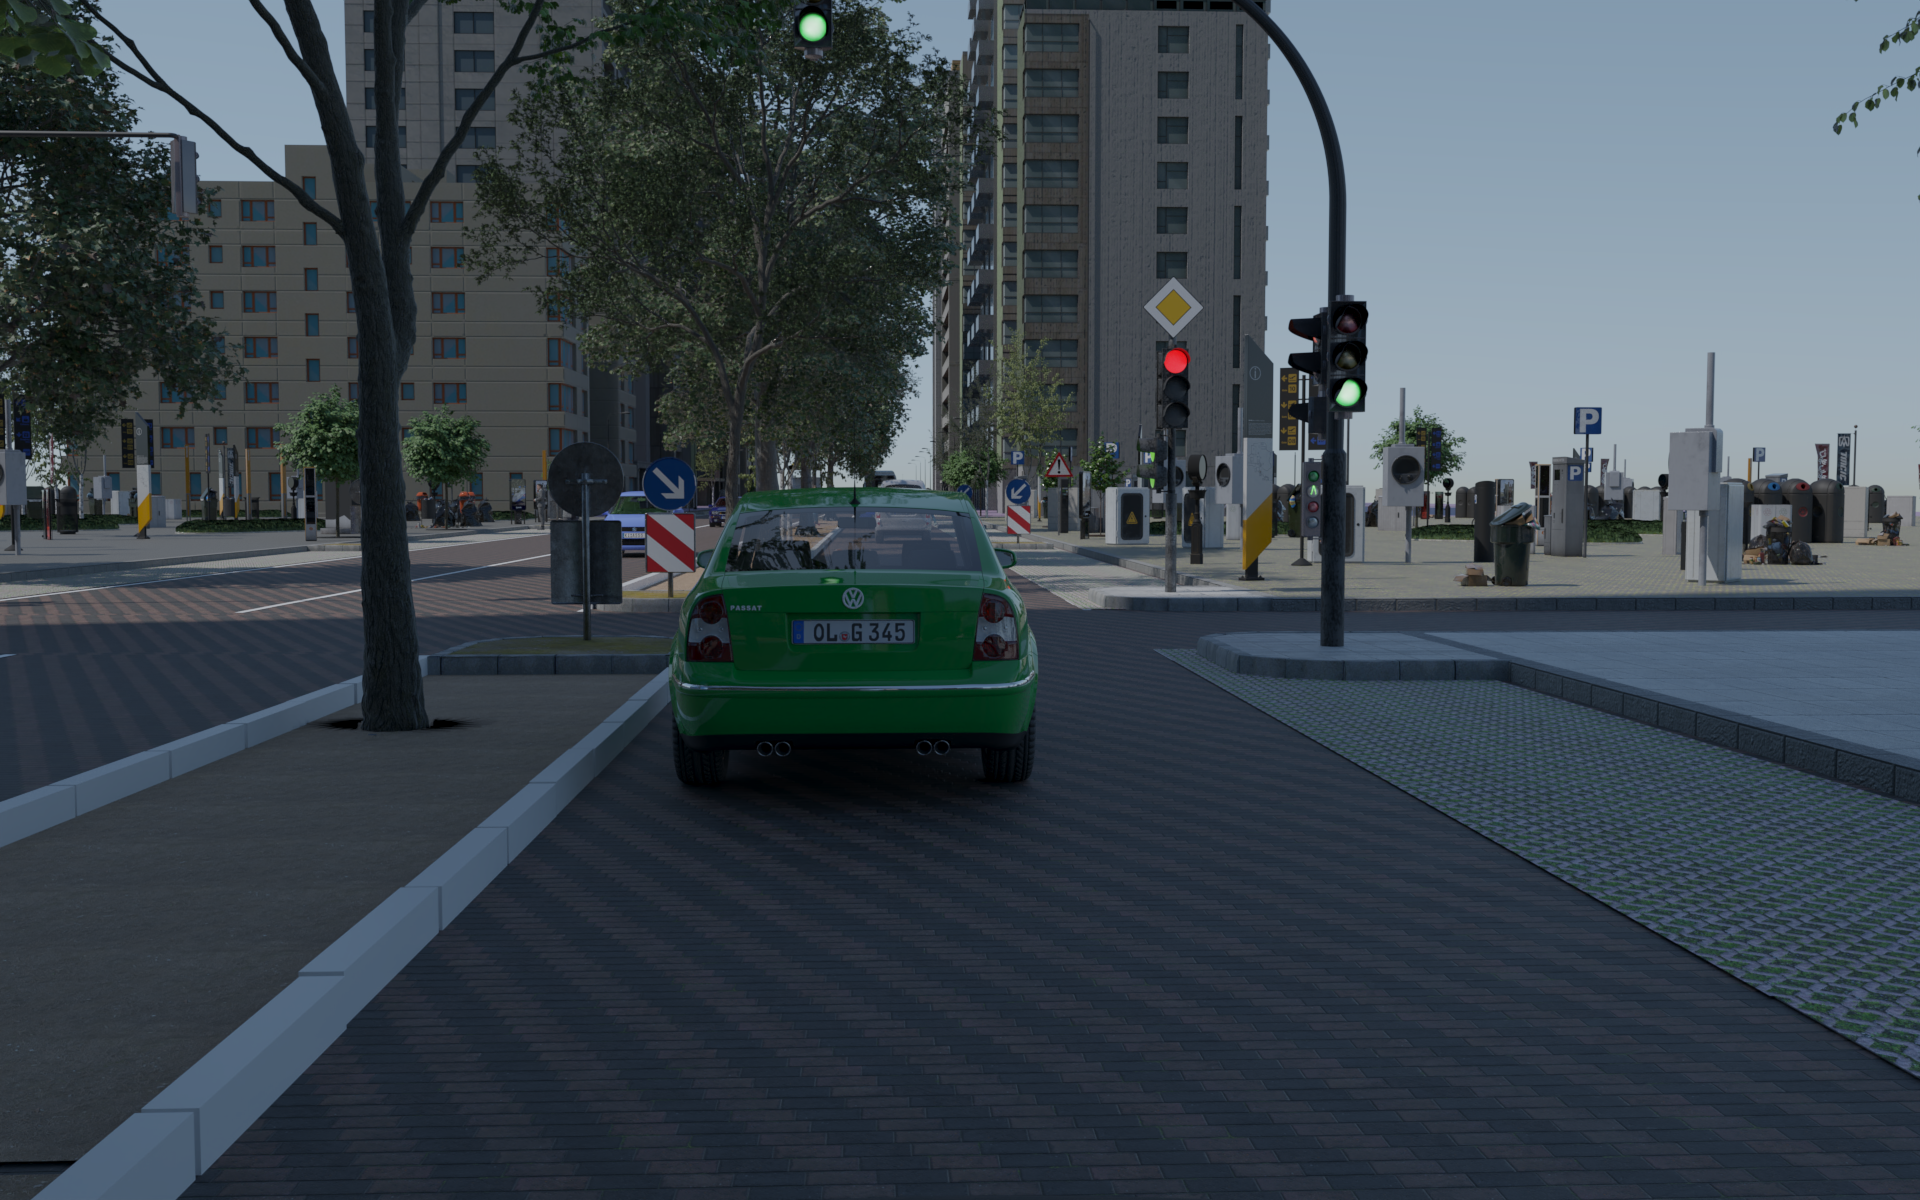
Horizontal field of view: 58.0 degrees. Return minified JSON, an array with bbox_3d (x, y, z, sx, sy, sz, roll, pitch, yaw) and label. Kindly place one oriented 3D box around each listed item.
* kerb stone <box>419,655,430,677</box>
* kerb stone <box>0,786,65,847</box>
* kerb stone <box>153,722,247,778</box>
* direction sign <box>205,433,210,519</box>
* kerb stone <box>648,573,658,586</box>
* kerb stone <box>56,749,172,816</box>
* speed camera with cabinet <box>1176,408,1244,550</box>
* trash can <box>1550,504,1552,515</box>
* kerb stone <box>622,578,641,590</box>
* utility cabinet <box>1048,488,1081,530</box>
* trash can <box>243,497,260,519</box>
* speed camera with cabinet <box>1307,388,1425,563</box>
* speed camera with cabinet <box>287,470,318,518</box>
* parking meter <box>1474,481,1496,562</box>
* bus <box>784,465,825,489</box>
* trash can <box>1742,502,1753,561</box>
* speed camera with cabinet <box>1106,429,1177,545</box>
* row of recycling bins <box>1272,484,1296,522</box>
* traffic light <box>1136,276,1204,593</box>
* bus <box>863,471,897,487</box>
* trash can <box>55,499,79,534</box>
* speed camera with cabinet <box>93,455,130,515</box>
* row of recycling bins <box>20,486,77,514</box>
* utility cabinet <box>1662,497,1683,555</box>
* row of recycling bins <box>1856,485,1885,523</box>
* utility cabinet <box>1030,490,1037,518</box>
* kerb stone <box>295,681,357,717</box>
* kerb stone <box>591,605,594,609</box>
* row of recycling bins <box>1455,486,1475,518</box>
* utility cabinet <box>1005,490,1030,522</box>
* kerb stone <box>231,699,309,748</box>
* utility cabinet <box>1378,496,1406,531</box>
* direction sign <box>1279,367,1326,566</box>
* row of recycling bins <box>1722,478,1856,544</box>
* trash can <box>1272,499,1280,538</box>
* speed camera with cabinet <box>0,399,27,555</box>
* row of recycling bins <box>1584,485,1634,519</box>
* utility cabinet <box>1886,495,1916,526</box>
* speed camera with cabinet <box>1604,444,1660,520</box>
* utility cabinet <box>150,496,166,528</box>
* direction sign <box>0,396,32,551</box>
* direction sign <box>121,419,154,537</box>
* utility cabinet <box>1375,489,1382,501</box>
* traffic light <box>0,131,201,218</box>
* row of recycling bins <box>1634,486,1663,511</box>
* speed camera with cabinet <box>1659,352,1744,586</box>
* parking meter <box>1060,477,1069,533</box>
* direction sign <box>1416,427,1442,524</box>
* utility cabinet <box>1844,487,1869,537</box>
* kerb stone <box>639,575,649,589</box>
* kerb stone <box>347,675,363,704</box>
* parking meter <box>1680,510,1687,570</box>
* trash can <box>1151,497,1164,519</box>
[{"bbox_3d":[-4.230,0.546,13.270,0.120,0.150,1.000,0,4,-3],"label":"kerb stone"},{"bbox_3d":[-3.930,0.922,7.119,0.120,0.150,1.000,0,4,-3],"label":"kerb stone"},{"bbox_3d":[-4.027,0.797,9.161,0.120,0.150,1.000,0,4,-3],"label":"kerb stone"},{"bbox_3d":[-28.254,-4.471,65.100,0.379,3.537,0.876,-2,4,-32],"label":"direction sign"},{"bbox_3d":[-4.886,-0.301,27.121,0.120,0.150,1.000,0,4,-3],"label":"kerb stone"},{"bbox_3d":[-3.982,0.860,8.140,0.120,0.150,1.000,0,4,-3],"label":"kerb stone"},{"bbox_3d":[5.950,-2.811,40.294,0.660,3.252,2.038,-2,4,-26],"label":"speed camera with cabinet"},{"bbox_3d":[23.724,-3.487,68.660,0.748,1.137,0.748,0,3,0],"label":"trash can"},{"bbox_3d":[-4.790,-0.176,25.080,0.120,0.150,1.000,0,4,-3],"label":"kerb stone"},{"bbox_3d":[3.663,-3.177,60.624,1.173,1.500,0.318,2,4,31],"label":"utility cabinet"},{"bbox_3d":[-32.739,-4.186,80.094,0.748,1.137,0.748,0,3,0],"label":"trash can"},{"bbox_3d":[7.528,-2.312,32.140,2.038,3.252,0.660,0,4,4],"label":"speed camera with cabinet"},{"bbox_3d":[-33.980,-5.817,89.449,0.660,3.252,2.038,1,4,9],"label":"speed camera with cabinet"},{"bbox_3d":[9.917,-1.488,32.738,0.372,1.533,0.369,0,3,0],"label":"parking meter"},{"bbox_3d":[-11.625,-8.495,130.447,2.896,3.916,12.252,0,4,-4],"label":"bus"},{"bbox_3d":[14.791,-1.318,33.211,0.748,1.137,0.748,0,3,0],"label":"trash can"},{"bbox_3d":[4.721,-3.036,43.968,2.038,3.252,0.660,-2,4,-25],"label":"speed camera with cabinet"},{"bbox_3d":[12.880,-3.812,69.445,1.069,1.692,3.534,-3,5,-39],"label":"row of recycling bins"},{"bbox_3d":[2.735,-2.055,22.524,0.839,4.253,0.868,0,4,-3],"label":"traffic light"},{"bbox_3d":[-6.528,-8.982,141.720,2.948,3.499,13.247,0,4,-3],"label":"bus"},{"bbox_3d":[-28.458,-2.664,55.214,0.748,1.137,0.748,0,3,0],"label":"trash can"},{"bbox_3d":[-43.570,-5.798,89.137,0.660,3.252,2.038,1,4,20],"label":"speed camera with cabinet"},{"bbox_3d":[-46.663,-4.978,88.499,3.534,1.692,1.069,1,4,17],"label":"row of recycling bins"},{"bbox_3d":[15.262,-1.583,37.045,0.306,1.237,1.020,2,4,29],"label":"utility cabinet"},{"bbox_3d":[39.518,-4.313,77.630,3.534,1.692,1.069,3,5,43],"label":"row of recycling bins"},{"bbox_3d":[3.528,-5.100,92.061,1.173,1.500,0.318,3,4,37],"label":"utility cabinet"},{"bbox_3d":[-4.136,0.674,11.219,0.120,0.150,1.000,0,4,-3],"label":"kerb stone"},{"bbox_3d":[-4.652,0.011,22.011,0.120,0.150,1.000,0,4,-3],"label":"kerb stone"},{"bbox_3d":[27.895,-5.214,92.363,1.069,1.692,3.534,-2,4,-34],"label":"row of recycling bins"},{"bbox_3d":[2.534,-4.282,78.695,0.318,1.500,1.173,-3,5,-39],"label":"utility cabinet"},{"bbox_3d":[-4.073,0.734,10.195,0.120,0.150,1.000,0,4,-3],"label":"kerb stone"},{"bbox_3d":[15.153,-3.021,60.555,1.020,1.237,0.306,1,4,23],"label":"utility cabinet"},{"bbox_3d":[6.126,-2.382,30.939,0.876,3.537,0.379,2,4,27],"label":"direction sign"},{"bbox_3d":[21.379,-2.329,45.200,3.534,1.692,1.069,-1,4,-13],"label":"row of recycling bins"},{"bbox_3d":[8.986,-2.386,50.667,0.748,1.137,0.748,0,3,0],"label":"trash can"},{"bbox_3d":[-20.595,-2.565,36.271,2.038,3.252,0.660,1,4,16],"label":"speed camera with cabinet"},{"bbox_3d":[28.481,-4.317,77.698,3.534,1.692,1.069,-2,4,-30],"label":"row of recycling bins"},{"bbox_3d":[37.592,-3.548,69.173,0.306,1.237,1.020,-2,4,-35],"label":"utility cabinet"},{"bbox_3d":[26.603,-4.537,68.523,2.038,3.252,0.660,1,4,16],"label":"speed camera with cabinet"},{"bbox_3d":[-30.794,-3.357,66.045,0.306,1.237,1.020,2,4,24],"label":"utility cabinet"},{"bbox_3d":[-21.465,-2.886,39.175,0.876,3.537,0.379,-3,5,-42],"label":"direction sign"},{"bbox_3d":[-24.787,-3.686,52.264,0.876,3.537,0.379,-2,4,-26],"label":"direction sign"},{"bbox_3d":[18.140,-3.939,73.085,1.173,1.500,0.318,3,5,39],"label":"utility cabinet"},{"bbox_3d":[-12.071,-2.885,21.834,4.771,5.953,1.251,0,4,-3],"label":"traffic light"},{"bbox_3d":[35.665,-5.146,91.247,3.534,1.692,1.069,-1,4,-18],"label":"row of recycling bins"},{"bbox_3d":[10.744,-1.870,24.916,0.660,3.252,2.038,3,4,37],"label":"speed camera with cabinet"},{"bbox_3d":[3.390,-3.117,56.682,0.255,1.863,0.399,-1,4,-12],"label":"parking meter"},{"bbox_3d":[15.949,-4.098,58.993,0.876,3.537,0.379,0,4,-7],"label":"direction sign"},{"bbox_3d":[26.123,-2.596,51.121,1.173,1.500,0.318,3,5,43],"label":"utility cabinet"},{"bbox_3d":[-4.845,-0.239,26.100,0.120,0.150,1.000,0,4,-3],"label":"kerb stone"},{"bbox_3d":[-4.174,0.609,12.247,0.120,0.150,1.000,0,4,-3],"label":"kerb stone"},{"bbox_3d":[12.367,-1.272,29.210,0.372,1.533,0.369,0,3,0],"label":"parking meter"},{"bbox_3d":[10.252,-4.777,89.756,0.748,1.137,0.748,0,3,0],"label":"trash can"}]
